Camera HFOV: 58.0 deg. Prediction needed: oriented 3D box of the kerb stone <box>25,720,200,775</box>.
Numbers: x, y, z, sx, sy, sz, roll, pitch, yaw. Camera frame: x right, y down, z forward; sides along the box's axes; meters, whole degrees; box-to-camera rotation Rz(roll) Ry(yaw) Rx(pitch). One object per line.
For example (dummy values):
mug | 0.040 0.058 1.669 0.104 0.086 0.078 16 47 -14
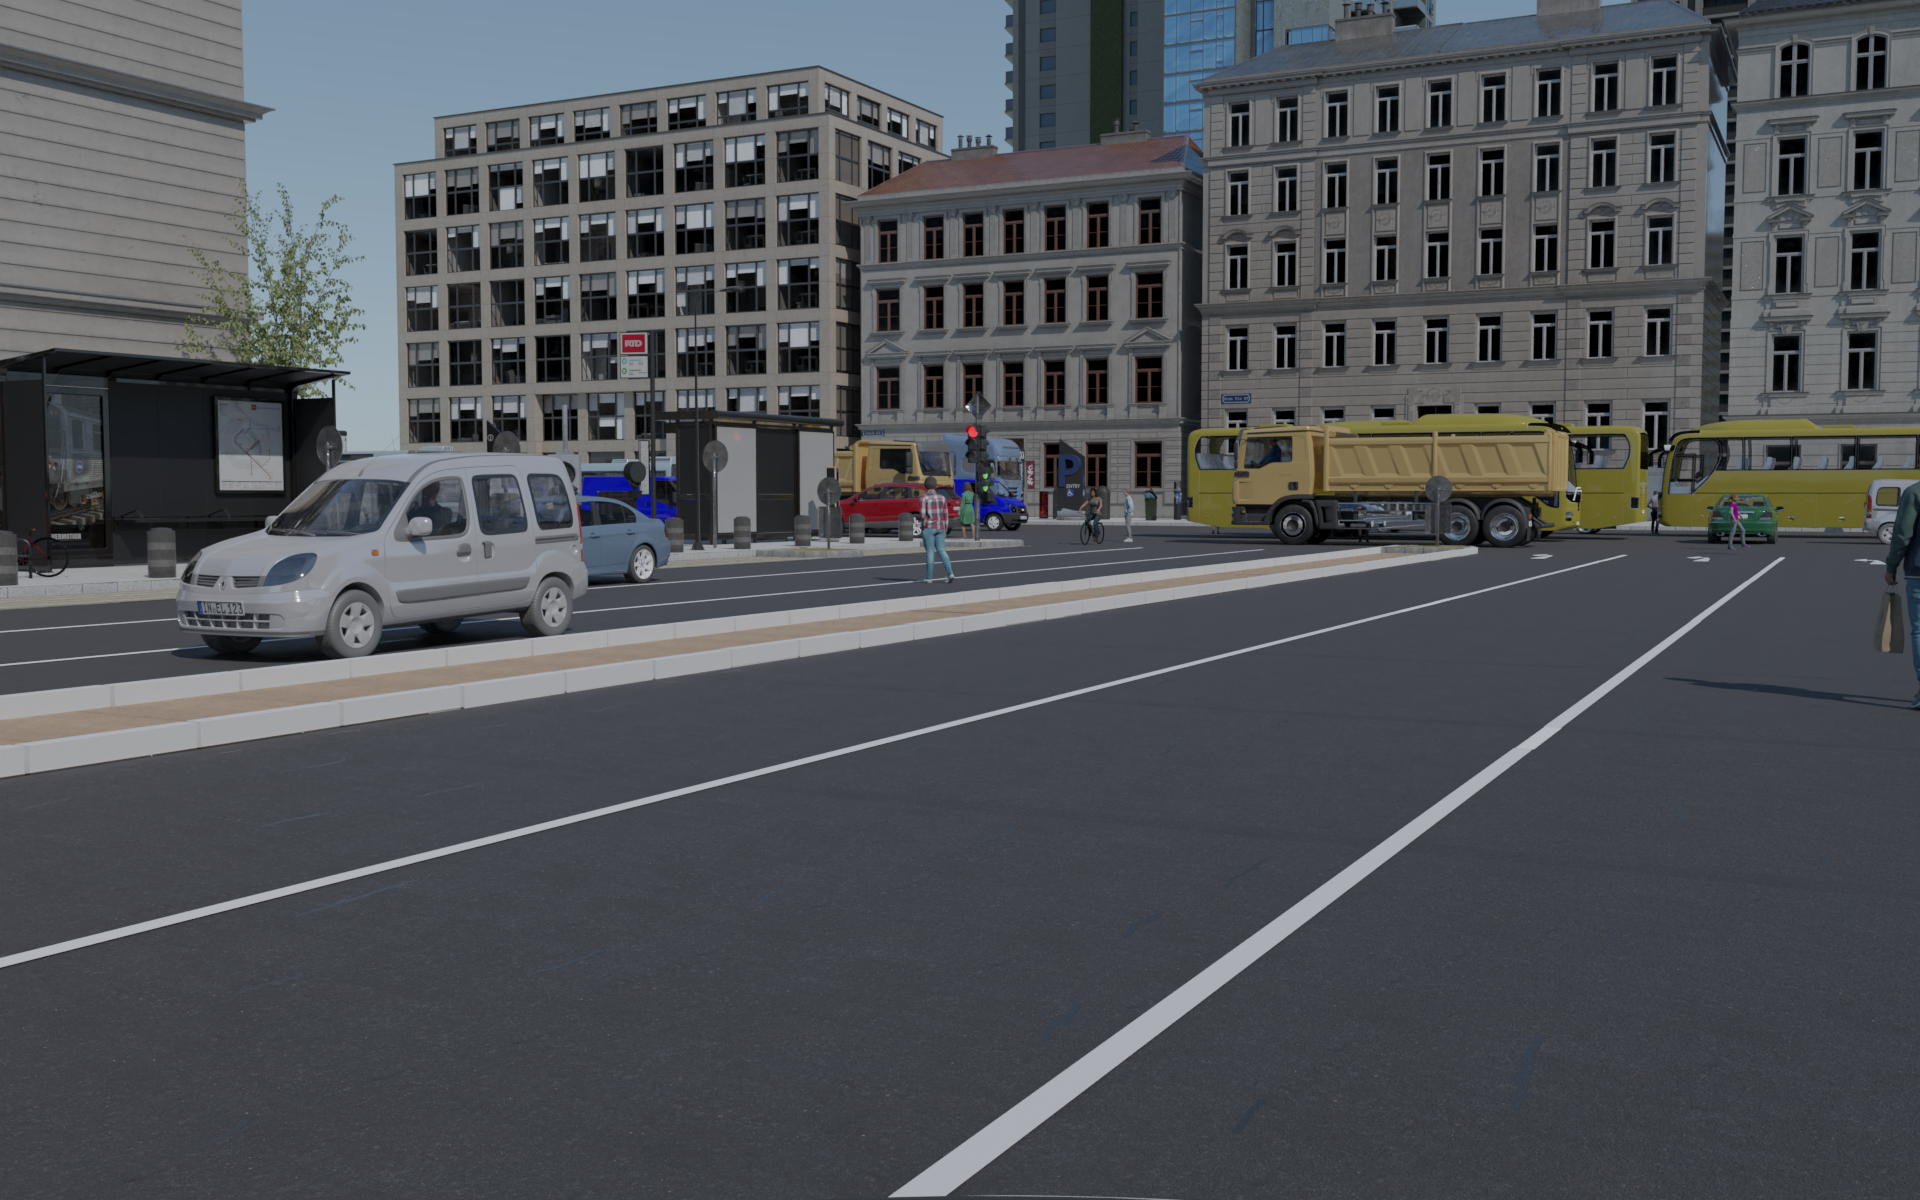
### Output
kerb stone | -4.569 0.790 9.308 0.120 0.150 1.000 2 4 28

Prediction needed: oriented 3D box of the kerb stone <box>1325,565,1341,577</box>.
kerb stone | 6.423 -0.489 30.265 0.120 0.150 1.000 2 4 28

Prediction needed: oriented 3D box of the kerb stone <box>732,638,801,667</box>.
kerb stone | -1.703 0.454 14.776 0.120 0.150 1.000 2 4 28

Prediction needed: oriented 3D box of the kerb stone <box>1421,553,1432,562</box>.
kerb stone | 9.773 -0.883 36.664 0.120 0.150 1.000 2 4 28

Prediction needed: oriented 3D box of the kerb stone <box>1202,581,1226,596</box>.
kerb stone | 3.554 -0.159 24.801 0.120 0.150 1.000 2 4 28

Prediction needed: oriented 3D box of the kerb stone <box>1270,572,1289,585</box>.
kerb stone | 4.986 -0.326 27.529 0.120 0.150 1.000 2 4 28

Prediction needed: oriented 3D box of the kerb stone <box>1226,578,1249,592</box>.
kerb stone | 4.030 -0.215 25.711 0.120 0.150 1.000 2 4 28

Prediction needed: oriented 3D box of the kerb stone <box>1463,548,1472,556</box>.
kerb stone | 11.689 -1.101 40.306 0.120 0.150 1.000 2 4 28

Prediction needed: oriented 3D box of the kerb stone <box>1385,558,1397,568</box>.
kerb stone | 8.334 -0.717 33.920 0.120 0.150 1.000 2 4 28

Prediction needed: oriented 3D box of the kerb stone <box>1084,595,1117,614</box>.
kerb stone | 1.642 0.064 21.149 0.120 0.150 1.000 2 4 28

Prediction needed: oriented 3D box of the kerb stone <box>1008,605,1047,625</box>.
kerb stone | 0.683 0.175 19.332 0.120 0.150 1.000 2 4 28

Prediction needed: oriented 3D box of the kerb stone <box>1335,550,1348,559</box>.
kerb stone | 8.372 -0.998 38.505 0.120 0.150 1.000 2 4 28

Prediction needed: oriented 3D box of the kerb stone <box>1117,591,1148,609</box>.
kerb stone | 2.117 0.008 22.066 0.120 0.150 1.000 2 4 28

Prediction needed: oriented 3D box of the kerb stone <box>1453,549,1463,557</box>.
kerb stone | 11.210 -1.052 39.397 0.120 0.150 1.000 2 4 28

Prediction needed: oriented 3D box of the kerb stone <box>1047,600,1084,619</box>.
kerb stone | 1.167 0.120 20.238 0.120 0.150 1.000 2 4 28

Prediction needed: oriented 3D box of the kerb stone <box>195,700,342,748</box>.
kerb stone | -4.093 0.733 10.218 0.120 0.150 1.000 2 4 28

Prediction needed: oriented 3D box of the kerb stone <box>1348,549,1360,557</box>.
kerb stone | 8.852 -1.054 39.421 0.120 0.150 1.000 2 4 28

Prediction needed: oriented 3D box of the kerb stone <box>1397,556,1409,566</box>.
kerb stone | 8.810 -0.768 34.831 0.120 0.150 1.000 2 4 28

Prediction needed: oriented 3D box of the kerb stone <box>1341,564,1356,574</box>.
kerb stone | 6.899 -0.549 31.175 0.120 0.150 1.000 2 4 28

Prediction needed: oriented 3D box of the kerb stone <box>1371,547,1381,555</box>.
kerb stone | 9.808 -1.165 41.248 0.120 0.150 1.000 2 4 28

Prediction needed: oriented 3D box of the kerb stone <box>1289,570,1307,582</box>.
kerb stone | 5.462 -0.382 28.448 0.120 0.150 1.000 2 4 28

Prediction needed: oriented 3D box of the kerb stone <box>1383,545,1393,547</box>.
kerb stone | 10.294 -1.220 42.168 0.120 0.150 1.000 2 4 28

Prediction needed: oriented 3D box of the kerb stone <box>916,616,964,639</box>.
kerb stone | -0.266 0.287 17.505 0.120 0.150 1.000 2 4 28

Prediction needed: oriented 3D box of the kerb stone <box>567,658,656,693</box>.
kerb stone | -2.656 0.567 12.955 0.120 0.150 1.000 2 4 28

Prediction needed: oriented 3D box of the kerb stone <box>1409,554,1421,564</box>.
kerb stone | 9.297 -0.829 35.750 0.120 0.150 1.000 2 4 28

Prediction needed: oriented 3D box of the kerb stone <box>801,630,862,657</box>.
kerb stone | -1.224 0.398 15.688 0.120 0.150 1.000 2 4 28

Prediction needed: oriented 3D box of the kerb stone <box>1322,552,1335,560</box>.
kerb stone | 7.890 -0.938 37.588 0.120 0.150 1.000 2 4 28

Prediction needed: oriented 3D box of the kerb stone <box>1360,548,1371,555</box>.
kerb stone | 9.329 -1.110 40.340 0.120 0.150 1.000 2 4 28

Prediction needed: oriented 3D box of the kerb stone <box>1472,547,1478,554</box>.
kerb stone | 12.161 -1.162 41.218 0.120 0.150 1.000 2 4 28

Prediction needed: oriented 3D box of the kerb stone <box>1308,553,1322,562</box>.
kerb stone | 7.407 -0.882 36.678 0.120 0.150 1.000 2 4 28

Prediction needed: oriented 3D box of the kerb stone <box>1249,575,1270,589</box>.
kerb stone | 4.518 -0.270 26.615 0.120 0.150 1.000 2 4 28

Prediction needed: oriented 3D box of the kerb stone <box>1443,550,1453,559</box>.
kerb stone | 10.734 -0.995 38.485 0.120 0.150 1.000 2 4 28

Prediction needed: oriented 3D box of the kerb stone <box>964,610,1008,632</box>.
kerb stone | 0.215 0.235 18.418 0.120 0.150 1.000 2 4 28

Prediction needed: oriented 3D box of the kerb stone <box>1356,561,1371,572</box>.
kerb stone | 7.386 -0.597 32.094 0.120 0.150 1.000 2 4 28

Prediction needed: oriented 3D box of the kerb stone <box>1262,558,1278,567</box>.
kerb stone | 5.971 -0.719 33.944 0.120 0.150 1.000 2 4 28

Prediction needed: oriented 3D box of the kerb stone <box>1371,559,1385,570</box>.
kerb stone | 7.859 -0.661 33.010 0.120 0.150 1.000 2 4 28

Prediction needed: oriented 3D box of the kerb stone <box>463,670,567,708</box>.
kerb stone | -3.132 0.621 12.043 0.120 0.150 1.000 2 4 28

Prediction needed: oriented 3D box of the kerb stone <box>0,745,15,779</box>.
kerb stone | -5.046 0.844 8.398 0.120 0.150 1.000 2 4 28

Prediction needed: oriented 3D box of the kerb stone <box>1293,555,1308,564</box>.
kerb stone | 6.935 -0.830 35.766 0.120 0.150 1.000 2 4 28

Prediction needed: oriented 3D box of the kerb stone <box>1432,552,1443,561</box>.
kerb stone | 10.261 -0.941 37.573 0.120 0.150 1.000 2 4 28

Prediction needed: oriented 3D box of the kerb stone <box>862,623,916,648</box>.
kerb stone | -0.745 0.349 16.597 0.120 0.150 1.000 2 4 28

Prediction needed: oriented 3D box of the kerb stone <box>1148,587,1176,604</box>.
kerb stone | 2.596 -0.048 22.980 0.120 0.150 1.000 2 4 28

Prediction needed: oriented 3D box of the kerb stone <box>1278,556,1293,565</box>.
kerb stone | 6.455 -0.774 34.858 0.120 0.150 1.000 2 4 28

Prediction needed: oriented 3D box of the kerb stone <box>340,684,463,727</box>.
kerb stone | -3.617 0.676 11.135 0.120 0.150 1.000 2 4 28

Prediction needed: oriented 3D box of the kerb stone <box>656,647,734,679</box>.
kerb stone | -2.173 0.513 13.862 0.120 0.150 1.000 2 4 28

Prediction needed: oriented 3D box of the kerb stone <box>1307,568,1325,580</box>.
kerb stone | 5.943 -0.438 29.357 0.120 0.150 1.000 2 4 28

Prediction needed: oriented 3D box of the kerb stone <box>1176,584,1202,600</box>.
kerb stone | 3.077 -0.104 23.891 0.120 0.150 1.000 2 4 28
